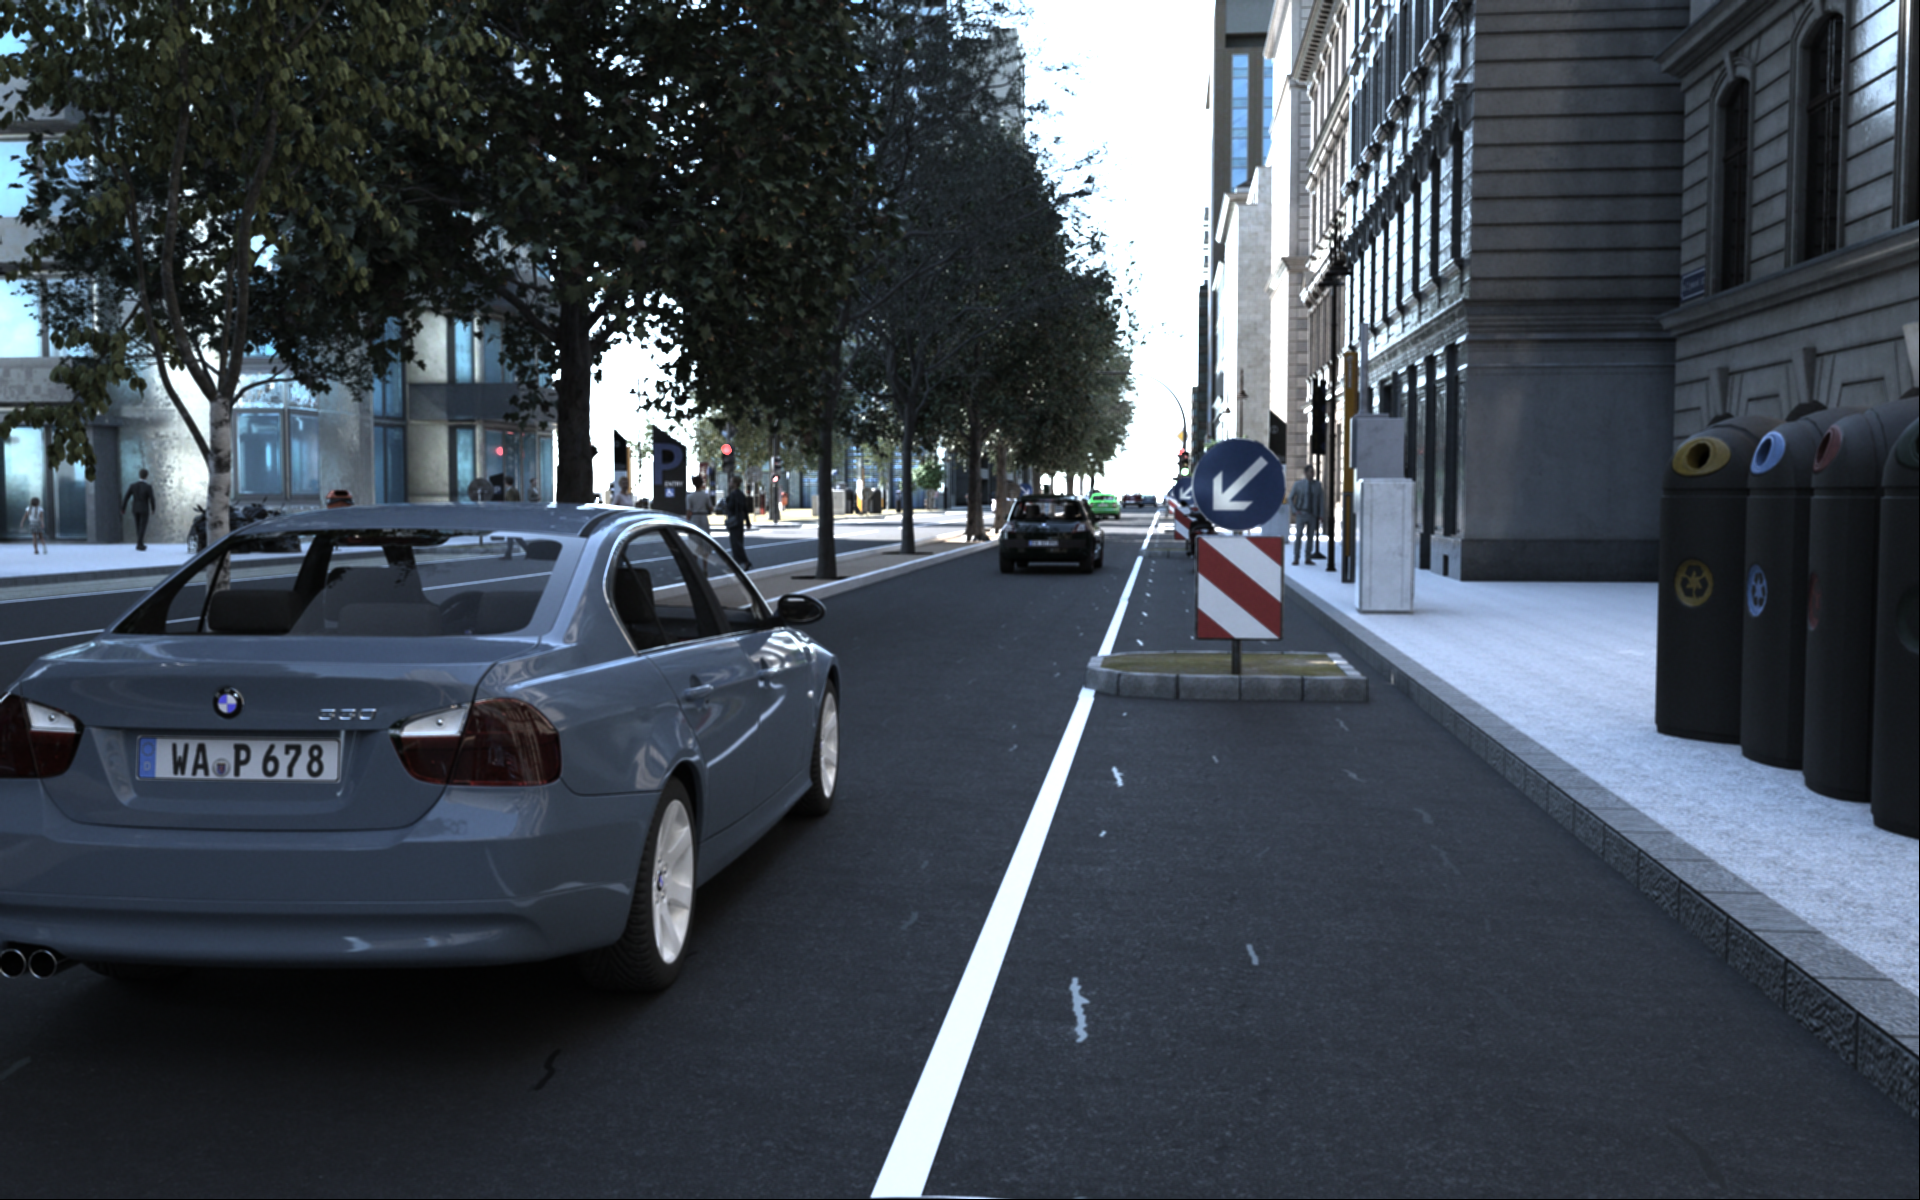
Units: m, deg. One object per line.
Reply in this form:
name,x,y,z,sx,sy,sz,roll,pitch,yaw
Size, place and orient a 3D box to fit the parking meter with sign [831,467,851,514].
parking meter with sign,-7.568,-6.981,110.393,0.543,3.016,1.738,2,4,28

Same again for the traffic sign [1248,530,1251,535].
traffic sign,8.341,-3.043,49.862,0.768,2.556,0.104,1,4,11

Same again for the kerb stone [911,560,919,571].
kerb stone,-0.938,-0.625,32.407,0.120,0.150,1.000,0,4,7

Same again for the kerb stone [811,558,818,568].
kerb stone,-2.897,-0.704,33.700,0.120,0.150,1.000,0,4,7

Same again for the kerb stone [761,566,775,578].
kerb stone,-3.378,-0.452,29.605,0.120,0.150,1.000,0,4,7

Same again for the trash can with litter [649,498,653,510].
trash can with litter,-13.861,-4.114,78.644,0.624,1.170,1.055,1,4,15

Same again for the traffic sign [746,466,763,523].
traffic sign,-9.222,-4.747,77.719,0.768,2.556,0.104,1,4,9

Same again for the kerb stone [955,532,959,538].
kerb stone,-0.246,-2.065,56.088,0.120,0.150,1.000,0,4,7

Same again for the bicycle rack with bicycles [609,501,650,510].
bicycle rack with bicycles,-17.041,-4.530,87.453,2.925,0.926,2.852,-2,4,-29

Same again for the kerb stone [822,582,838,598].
kerb stone,-1.898,-0.125,24.244,0.120,0.150,1.000,0,4,7

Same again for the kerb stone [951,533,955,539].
kerb stone,-0.363,-2.009,55.062,0.120,0.150,1.000,0,4,7

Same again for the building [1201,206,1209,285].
building,47.325,-39.099,258.881,23.786,49.044,30.456,0,4,7

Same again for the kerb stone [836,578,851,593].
kerb stone,-1.781,-0.188,25.262,0.120,0.150,1.000,0,4,7

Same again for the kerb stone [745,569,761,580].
kerb stone,-3.503,-0.383,28.590,0.120,0.150,1.000,0,4,7

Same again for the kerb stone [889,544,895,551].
kerb stone,-1.814,-1.264,42.857,0.120,0.150,1.000,0,4,7

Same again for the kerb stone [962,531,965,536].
kerb stone,0.001,-2.197,58.118,0.120,0.150,1.000,0,4,7

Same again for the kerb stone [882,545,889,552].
kerb stone,-1.926,-1.201,41.836,0.120,0.150,1.000,0,4,7

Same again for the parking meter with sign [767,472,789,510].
parking meter with sign,-14.273,-8.536,135.831,1.738,3.016,0.543,-1,4,-14

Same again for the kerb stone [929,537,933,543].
kerb stone,-0.969,-1.699,49.980,0.120,0.150,1.000,0,4,7

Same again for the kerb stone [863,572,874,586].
kerb stone,-1.532,-0.309,27.305,0.120,0.150,1.000,0,4,7

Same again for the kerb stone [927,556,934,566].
kerb stone,-0.687,-0.750,34.452,0.120,0.150,1.000,0,4,7

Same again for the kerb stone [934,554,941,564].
kerb stone,-0.575,-0.809,35.469,0.120,0.150,1.000,0,4,7

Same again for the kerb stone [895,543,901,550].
kerb stone,-1.687,-1.323,43.874,0.120,0.150,1.000,0,4,7

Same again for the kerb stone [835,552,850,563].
kerb stone,-2.531,-0.890,36.753,0.120,0.150,1.000,0,4,7

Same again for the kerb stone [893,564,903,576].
kerb stone,-1.171,-0.495,30.370,0.120,0.150,1.000,0,4,7

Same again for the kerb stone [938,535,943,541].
kerb stone,-0.723,-1.824,52.016,0.120,0.150,1.000,0,4,7

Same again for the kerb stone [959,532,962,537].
kerb stone,-0.124,-2.135,57.103,0.120,0.150,1.000,0,4,7

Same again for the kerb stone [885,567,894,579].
kerb stone,-1.293,-0.437,29.346,0.120,0.150,1.000,0,4,7

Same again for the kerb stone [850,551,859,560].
kerb stone,-2.412,-0.953,37.771,0.120,0.150,1.000,0,4,7

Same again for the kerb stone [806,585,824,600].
kerb stone,-2.016,-0.063,23.226,0.120,0.150,1.000,0,4,7

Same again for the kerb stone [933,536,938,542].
kerb stone,-0.842,-1.760,50.995,0.120,0.150,1.000,0,4,7

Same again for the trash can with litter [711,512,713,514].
trash can with litter,-16.078,-6.128,111.249,1.678,1.210,2.233,0,4,-2

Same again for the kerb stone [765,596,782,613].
kerb stone,-2.258,0.064,21.181,0.120,0.150,1.000,0,4,7

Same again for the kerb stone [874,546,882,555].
kerb stone,-2.046,-1.139,40.821,0.120,0.150,1.000,0,4,7

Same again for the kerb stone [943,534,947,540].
kerb stone,-0.607,-1.882,53.033,0.120,0.150,1.000,0,4,7

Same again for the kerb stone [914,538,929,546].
kerb stone,-1.087,-1.637,48.961,0.120,0.150,1.000,0,4,7

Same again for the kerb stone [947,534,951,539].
kerb stone,-0.483,-1.947,54.047,0.120,0.150,1.000,0,4,7

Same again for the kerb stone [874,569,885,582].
kerb stone,-1.415,-0.373,28.326,0.120,0.150,1.000,0,4,7

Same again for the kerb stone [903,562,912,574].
kerb stone,-1.047,-0.562,31.386,0.120,0.150,1.000,0,4,7

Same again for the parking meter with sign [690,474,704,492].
parking meter with sign,-22.594,-9.459,150.922,1.738,3.016,0.543,1,4,22

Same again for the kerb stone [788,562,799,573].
kerb stone,-3.144,-0.578,31.643,0.120,0.150,1.000,0,4,7

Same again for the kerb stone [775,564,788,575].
kerb stone,-3.254,-0.513,30.619,0.120,0.150,1.000,0,4,7

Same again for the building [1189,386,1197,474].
building,52.327,-27.168,289.236,27.650,21.520,28.899,0,4,7

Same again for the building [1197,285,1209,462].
building,39.623,-28.517,237.961,14.160,30.474,14.107,0,4,7

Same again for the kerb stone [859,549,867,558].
kerb stone,-2.294,-1.014,38.792,0.120,0.150,1.000,0,4,7

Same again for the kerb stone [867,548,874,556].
kerb stone,-2.179,-1.077,39.807,0.120,0.150,1.000,0,4,7

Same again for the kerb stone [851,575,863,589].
kerb stone,-1.661,-0.250,26.280,0.120,0.150,1.000,0,4,7

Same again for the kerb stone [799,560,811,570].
kerb stone,-3.022,-0.641,32.672,0.120,0.150,1.000,0,4,7

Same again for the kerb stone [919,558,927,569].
kerb stone,-0.810,-0.687,33.433,0.120,0.150,1.000,0,4,7

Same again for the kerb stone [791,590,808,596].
kerb stone,-2.137,0.001,22.198,0.120,0.150,1.000,0,4,7
